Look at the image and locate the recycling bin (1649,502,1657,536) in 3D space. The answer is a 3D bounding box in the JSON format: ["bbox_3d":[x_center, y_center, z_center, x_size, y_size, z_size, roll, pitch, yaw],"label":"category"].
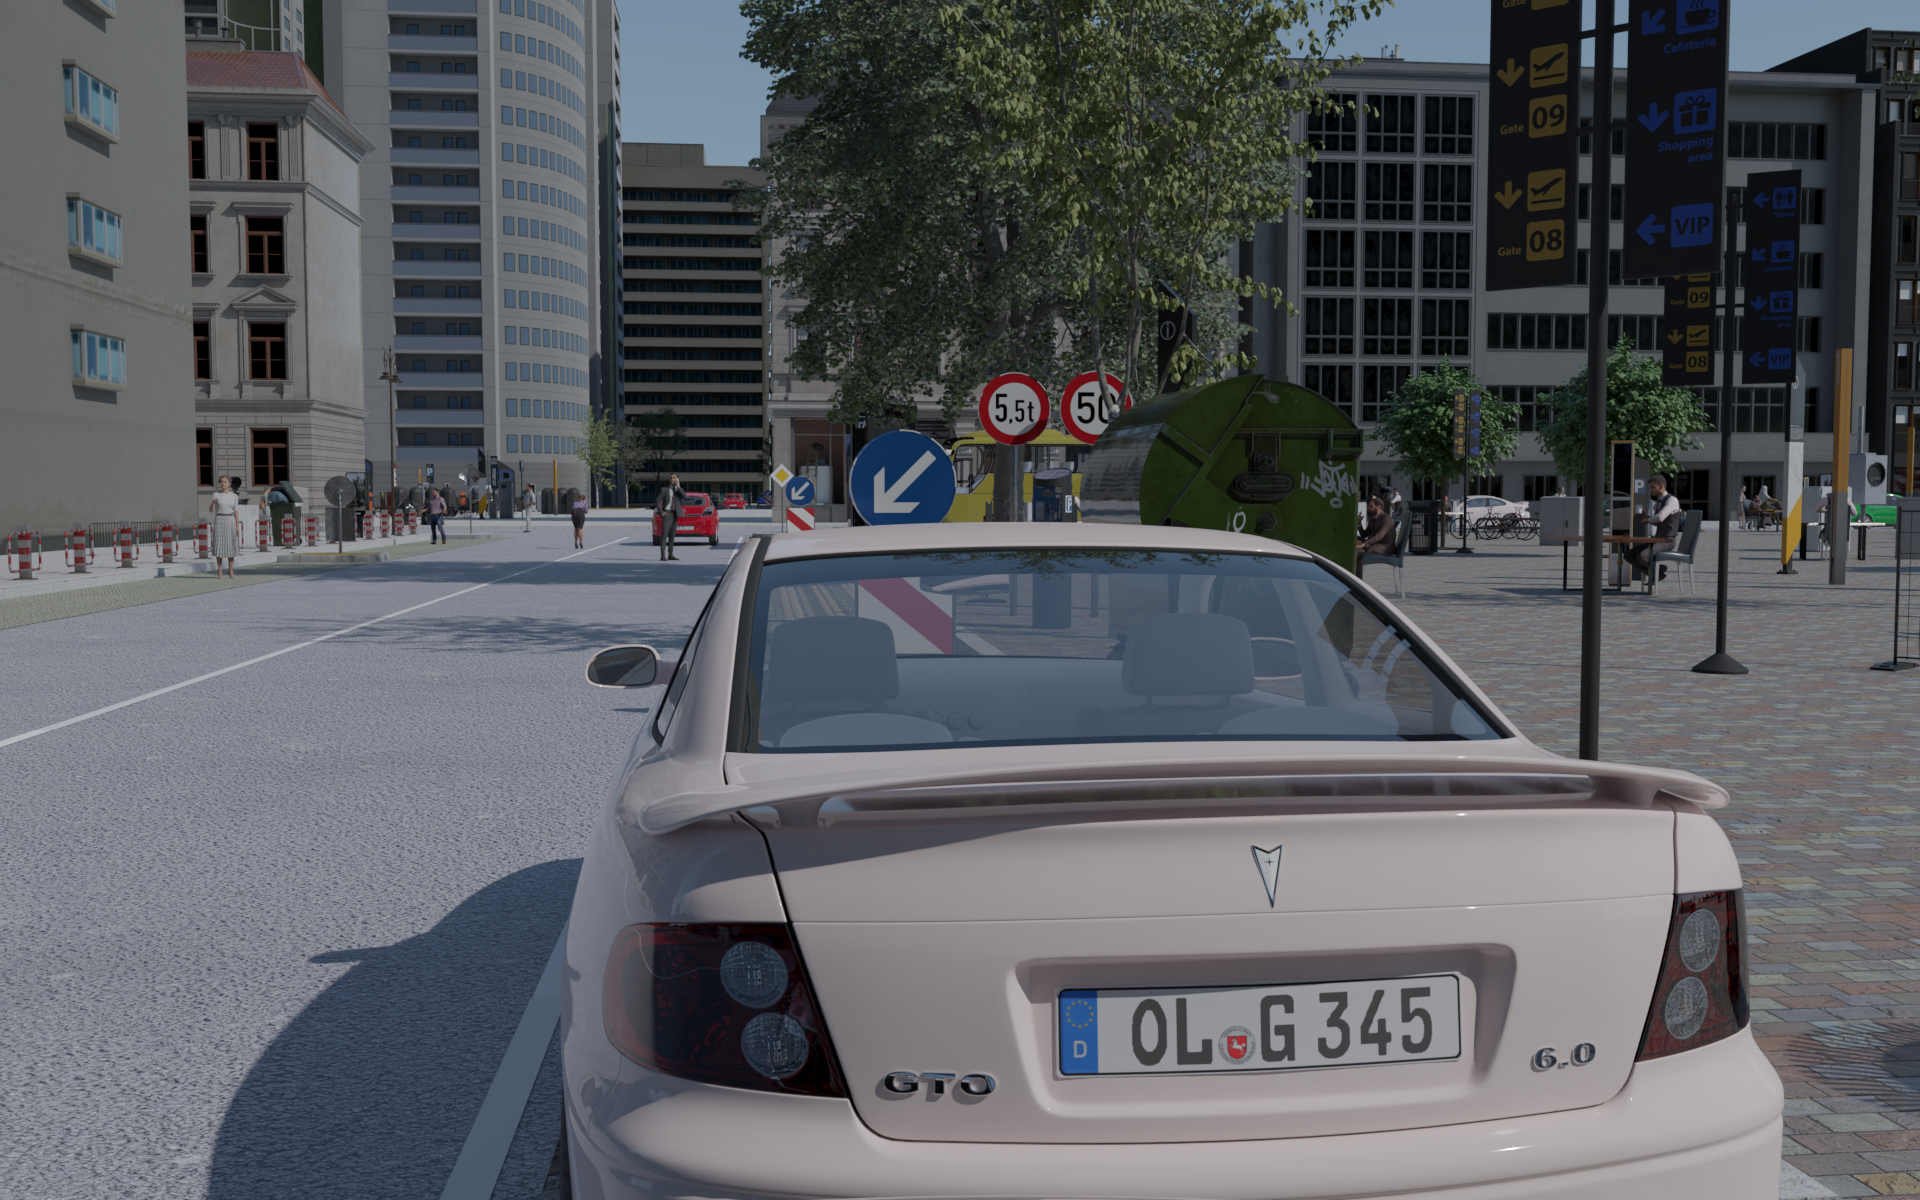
[{"bbox_3d":[21.161,-2.486,53.203,0.722,1.027,0.722,-2,4,-35],"label":"recycling bin"}]

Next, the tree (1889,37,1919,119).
[{"bbox_3d":[12.194,-4.160,18.376,4.360,8.622,3.978,0,3,0],"label":"tree"}]

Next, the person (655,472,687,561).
[{"bbox_3d":[-6.212,-1.804,37.359,0.648,1.900,0.474,-3,5,-40],"label":"person"}]

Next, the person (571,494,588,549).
[{"bbox_3d":[-9.982,-2.062,45.445,0.421,1.427,0.697,0,4,3],"label":"person"}]

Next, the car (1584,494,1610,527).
[{"bbox_3d":[24.936,-3.556,67.931,4.222,1.686,2.009,0,4,-7],"label":"car"}]

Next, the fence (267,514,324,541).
[{"bbox_3d":[-18.453,-1.956,47.361,2.069,0.683,0.278,1,4,9],"label":"fence"}]

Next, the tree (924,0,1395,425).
[{"bbox_3d":[1.423,-3.949,14.925,4.737,8.622,4.395,0,3,0],"label":"tree"}]

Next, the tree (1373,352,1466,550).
[{"bbox_3d":[11.202,-3.461,40.307,4.285,4.588,4.351,0,3,0],"label":"tree"}]

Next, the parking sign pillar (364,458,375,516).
[{"bbox_3d":[-34.587,-6.824,100.044,1.447,3.967,1.447,-1,4,-14],"label":"parking sign pillar"}]

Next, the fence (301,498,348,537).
[{"bbox_3d":[-18.208,-2.325,49.212,2.264,1.192,0.480,2,4,24],"label":"fence"}]

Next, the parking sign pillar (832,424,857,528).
[{"bbox_3d":[-3.504,-4.199,57.132,1.447,3.967,1.447,0,4,-3],"label":"parking sign pillar"}]

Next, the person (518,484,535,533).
[{"bbox_3d":[-16.124,-3.411,64.420,0.789,1.805,0.875,-3,5,-40],"label":"person"}]

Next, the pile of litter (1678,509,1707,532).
[{"bbox_3d":[24.357,-2.727,58.551,1.176,0.858,1.719,-2,4,-25],"label":"pile of litter"}]

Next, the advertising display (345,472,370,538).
[{"bbox_3d":[-17.627,-2.781,50.675,0.974,1.923,0.123,2,4,35],"label":"advertising display"}]

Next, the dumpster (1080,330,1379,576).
[{"bbox_3d":[1.684,-0.530,11.157,1.502,2.255,1.985,0,4,-7],"label":"dumpster"}]

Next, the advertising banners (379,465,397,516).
[{"bbox_3d":[-33.846,-6.510,102.620,0.090,3.025,2.074,1,4,10],"label":"advertising banners"}]

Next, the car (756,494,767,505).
[{"bbox_3d":[-23.464,-12.109,207.566,1.945,1.707,3.694,0,4,-6],"label":"car"}]

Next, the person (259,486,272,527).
[{"bbox_3d":[-23.421,-2.996,58.495,0.512,1.701,0.522,2,4,24],"label":"person"}]

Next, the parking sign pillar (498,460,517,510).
[{"bbox_3d":[-35.569,-9.016,135.887,1.447,3.967,1.447,-1,4,-20],"label":"parking sign pillar"}]

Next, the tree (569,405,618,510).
[{"bbox_3d":[-29.272,-11.564,139.440,4.737,8.622,4.395,0,3,0],"label":"tree"}]

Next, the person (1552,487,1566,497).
[{"bbox_3d":[24.702,-3.798,71.321,0.841,1.734,0.376,-1,4,-16],"label":"person"}]

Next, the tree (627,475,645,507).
[{"bbox_3d":[-32.710,-10.968,173.930,1.663,3.219,1.824,0,3,0],"label":"tree"}]

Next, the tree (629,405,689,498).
[{"bbox_3d":[-35.126,-16.867,201.534,9.928,11.665,9.643,0,3,0],"label":"tree"}]

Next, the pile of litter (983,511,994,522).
[{"bbox_3d":[0.645,-2.047,47.431,1.719,0.858,1.176,-2,4,-27],"label":"pile of litter"}]

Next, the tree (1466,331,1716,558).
[{"bbox_3d":[13.435,-3.135,34.978,4.285,4.588,4.351,0,3,0],"label":"tree"}]

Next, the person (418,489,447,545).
[{"bbox_3d":[-14.601,-2.311,48.248,0.963,1.587,0.435,1,4,17],"label":"person"}]

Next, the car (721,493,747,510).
[{"bbox_3d":[-19.062,-8.379,146.034,2.155,1.783,4.494,0,4,-5],"label":"car"}]

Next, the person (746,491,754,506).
[{"bbox_3d":[-24.928,-12.018,205.077,0.705,1.814,1.350,3,5,40],"label":"person"}]

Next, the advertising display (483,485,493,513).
[{"bbox_3d":[-32.818,-7.043,120.364,0.123,1.923,0.974,2,4,27],"label":"advertising display"}]

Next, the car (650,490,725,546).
[{"bbox_3d":[-7.816,-2.477,49.543,2.155,1.783,4.494,0,4,-7],"label":"car"}]

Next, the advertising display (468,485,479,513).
[{"bbox_3d":[-33.213,-6.924,118.422,0.974,1.923,0.123,2,4,28],"label":"advertising display"}]

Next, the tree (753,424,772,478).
[{"bbox_3d":[-22.342,-17.206,215.729,7.601,10.594,8.767,0,4,0],"label":"tree"}]

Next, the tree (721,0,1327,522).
[{"bbox_3d":[0.920,-7.406,27.739,9.857,13.997,8.962,0,3,0],"label":"tree"}]

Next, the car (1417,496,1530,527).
[{"bbox_3d":[20.961,-3.600,71.217,4.827,1.381,2.083,0,4,-7],"label":"car"}]

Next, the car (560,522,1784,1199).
[{"bbox_3d":[0.064,0.486,4.415,2.083,1.381,4.827,0,4,-7],"label":"car"}]

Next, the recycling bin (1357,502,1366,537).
[{"bbox_3d":[11.828,-2.442,52.478,0.722,1.027,0.722,3,5,40],"label":"recycling bin"}]

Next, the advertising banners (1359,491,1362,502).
[{"bbox_3d":[17.394,-4.959,77.271,0.090,3.025,2.074,3,5,42],"label":"advertising banners"}]

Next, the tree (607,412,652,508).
[{"bbox_3d":[-29.809,-12.525,155.153,4.360,8.622,3.978,0,3,0],"label":"tree"}]

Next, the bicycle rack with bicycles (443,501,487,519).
[{"bbox_3d":[-26.334,-4.768,91.333,2.925,0.926,2.852,-3,5,-42],"label":"bicycle rack with bicycles"}]

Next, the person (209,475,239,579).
[{"bbox_3d":[-12.350,-1.225,29.106,0.480,1.755,0.524,-2,4,-35],"label":"person"}]

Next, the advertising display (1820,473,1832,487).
[{"bbox_3d":[27.000,-2.980,53.943,0.123,1.923,0.974,0,4,7],"label":"advertising display"}]

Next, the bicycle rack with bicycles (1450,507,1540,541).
[{"bbox_3d":[15.261,-2.155,48.608,2.925,0.926,2.852,1,4,17],"label":"bicycle rack with bicycles"}]

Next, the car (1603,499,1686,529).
[{"bbox_3d":[28.123,-3.726,72.720,4.920,1.459,2.131,0,4,-7],"label":"car"}]

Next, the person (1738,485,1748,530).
[{"bbox_3d":[31.622,-3.737,69.935,0.374,1.781,0.599,1,4,21],"label":"person"}]

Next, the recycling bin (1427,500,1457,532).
[{"bbox_3d":[16.576,-2.878,59.602,0.722,1.027,0.722,-2,4,-34],"label":"recycling bin"}]

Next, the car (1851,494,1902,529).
[{"bbox_3d":[34.816,-3.460,65.371,4.718,1.807,1.959,0,4,-8],"label":"car"}]

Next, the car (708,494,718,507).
[{"bbox_3d":[-28.384,-11.433,196.713,2.009,1.686,4.222,0,4,-6],"label":"car"}]

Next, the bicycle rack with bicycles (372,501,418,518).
[{"bbox_3d":[-30.770,-4.901,93.520,2.925,0.926,2.852,-1,4,-17],"label":"bicycle rack with bicycles"}]
